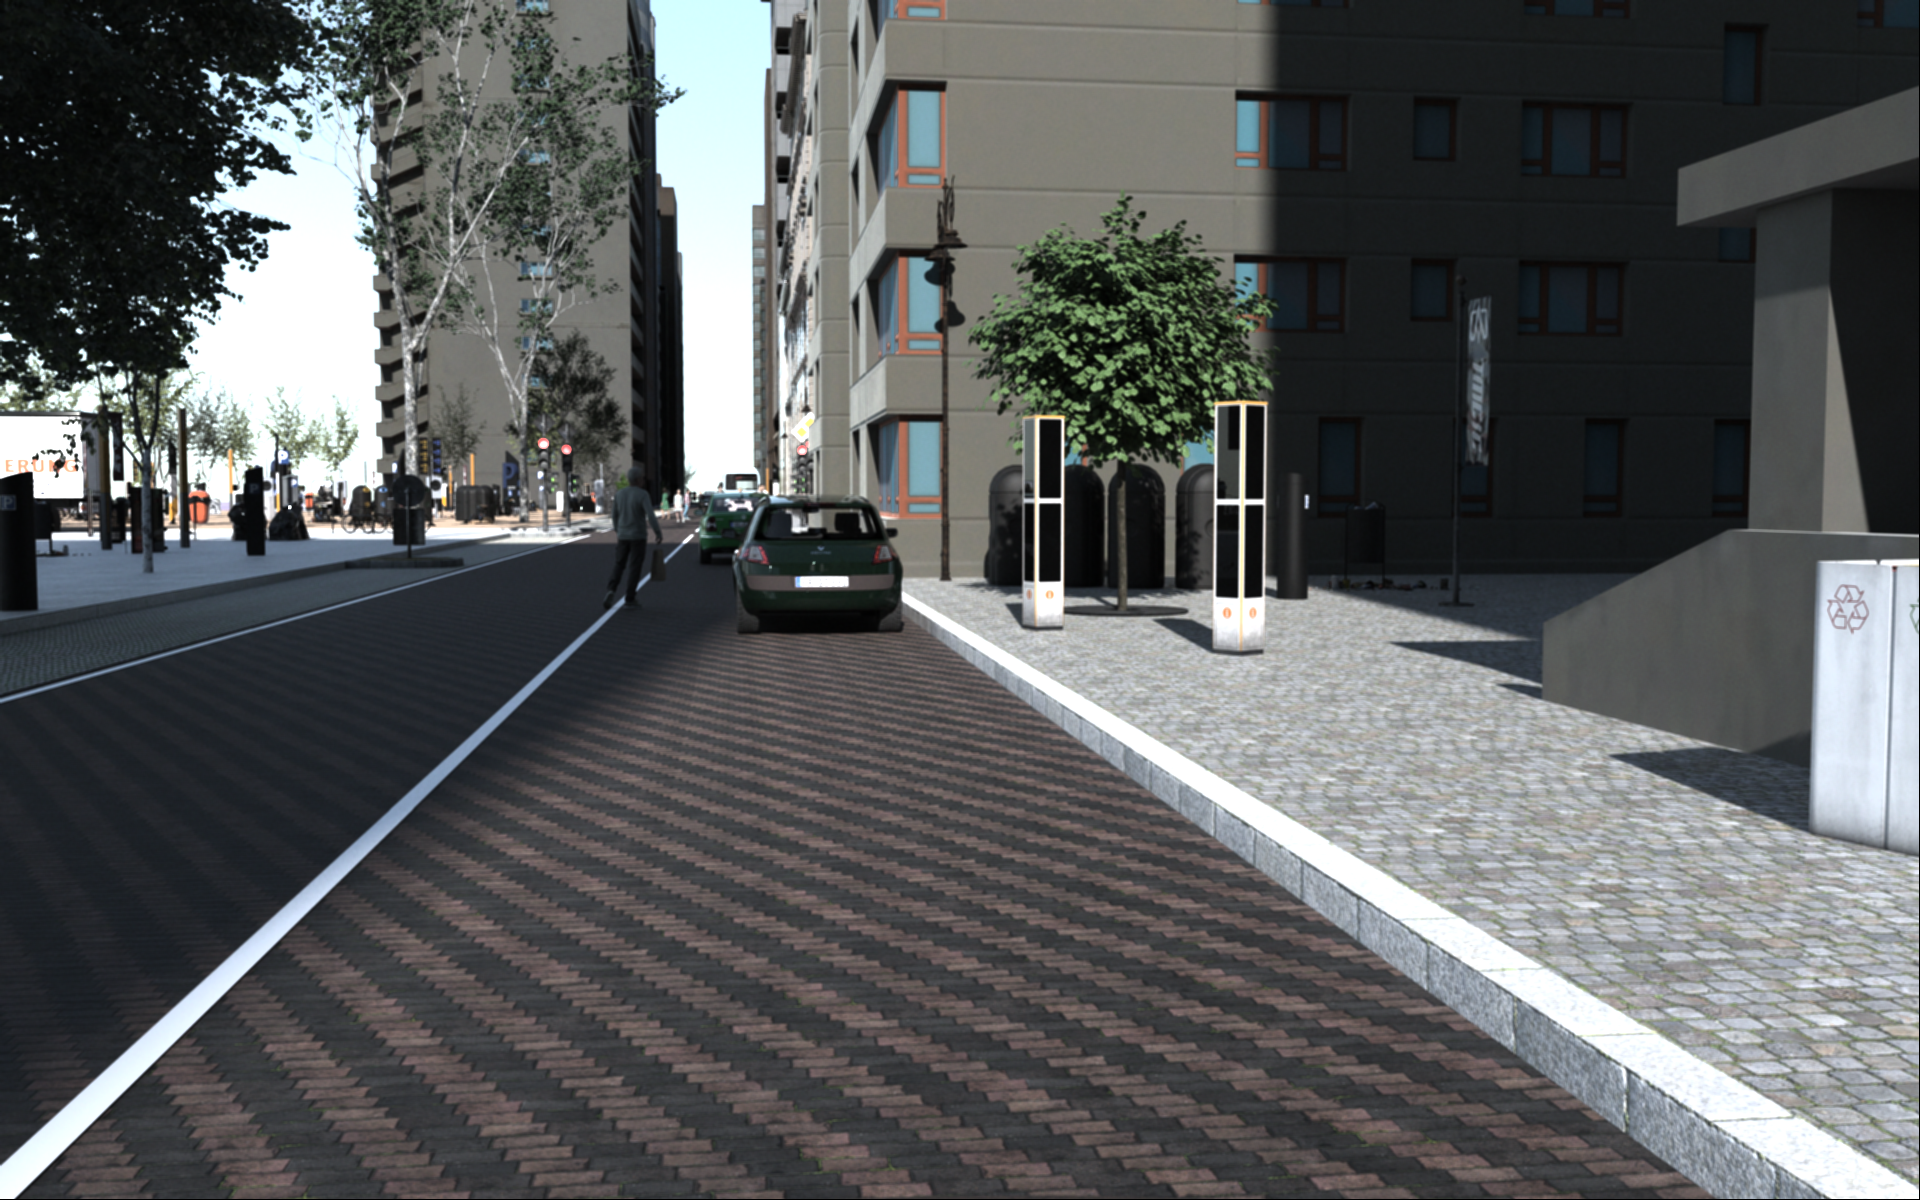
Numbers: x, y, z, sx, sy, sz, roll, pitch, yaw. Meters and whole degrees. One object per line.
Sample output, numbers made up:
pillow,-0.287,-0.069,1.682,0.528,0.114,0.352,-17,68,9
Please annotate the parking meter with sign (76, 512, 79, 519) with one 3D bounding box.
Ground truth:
parking meter with sign,-45.324,-5.688,89.256,0.543,3.016,1.738,-2,4,-24

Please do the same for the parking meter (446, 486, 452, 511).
parking meter,-39.129,-7.758,132.549,0.255,1.863,0.399,1,4,21

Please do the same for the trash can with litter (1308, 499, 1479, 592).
trash can with litter,5.863,-0.752,23.357,2.233,1.210,1.678,1,4,13

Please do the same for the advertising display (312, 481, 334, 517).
advertising display,-30.298,-4.720,82.384,0.974,1.923,0.123,0,4,-2

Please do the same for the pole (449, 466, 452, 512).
pole,-36.770,-8.024,125.036,0.158,3.312,0.155,0,3,0

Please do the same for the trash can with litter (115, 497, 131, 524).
trash can with litter,-36.337,-3.919,75.467,1.055,1.170,0.624,3,5,41

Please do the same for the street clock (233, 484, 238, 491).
street clock,-54.319,-7.662,129.845,0.471,2.002,0.358,0,4,-4

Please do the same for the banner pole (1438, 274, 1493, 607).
banner pole,5.757,-1.807,19.568,0.401,3.779,0.863,-1,4,-14

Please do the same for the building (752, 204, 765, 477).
building,-22.514,-34.464,247.082,14.154,41.232,14.086,0,4,-7

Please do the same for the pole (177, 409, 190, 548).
pole,-18.596,-2.913,41.469,0.158,3.312,0.155,0,3,0

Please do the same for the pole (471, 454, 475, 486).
pole,-24.769,-5.764,88.080,0.158,3.312,0.155,0,3,0

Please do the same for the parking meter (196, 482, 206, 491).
parking meter,-38.107,-4.972,87.005,0.399,1.863,0.255,1,4,13

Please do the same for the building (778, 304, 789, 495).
building,-8.635,-17.116,134.602,10.420,20.320,16.860,0,4,-7

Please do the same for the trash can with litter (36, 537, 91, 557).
trash can with litter,-19.362,-1.510,35.749,2.233,1.210,1.678,0,4,0

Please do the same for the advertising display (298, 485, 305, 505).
advertising display,-48.945,-7.517,128.120,0.974,1.923,0.123,-2,4,-25

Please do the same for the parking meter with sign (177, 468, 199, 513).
parking meter with sign,-52.409,-7.395,117.176,1.738,3.016,0.543,-2,4,-30

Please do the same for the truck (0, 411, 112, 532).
truck,-35.309,-4.298,59.183,11.283,4.237,2.839,0,4,-5

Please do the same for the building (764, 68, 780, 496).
building,-13.221,-32.424,180.246,14.600,45.320,14.200,0,4,-7

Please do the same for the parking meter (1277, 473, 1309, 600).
parking meter,4.072,-0.781,21.185,0.372,1.533,0.369,0,3,0

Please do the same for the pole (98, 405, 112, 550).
pole,-19.718,-2.819,39.933,0.158,3.312,0.155,0,3,0

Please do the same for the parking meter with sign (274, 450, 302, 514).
parking meter with sign,-26.549,-4.426,68.622,0.543,3.016,1.738,-3,5,-41

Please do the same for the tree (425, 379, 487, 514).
tree,-32.451,-9.837,111.190,4.360,8.622,3.978,0,3,0

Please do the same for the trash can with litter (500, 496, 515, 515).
trash can with litter,-27.397,-5.684,104.313,0.624,1.170,1.055,3,4,37

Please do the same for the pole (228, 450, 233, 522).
pole,-33.392,-5.228,79.326,0.158,3.312,0.155,0,3,0

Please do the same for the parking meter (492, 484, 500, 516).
parking meter,-27.564,-5.951,103.002,0.399,1.863,0.255,1,4,16

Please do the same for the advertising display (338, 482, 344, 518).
advertising display,-33.343,-5.388,93.313,0.123,1.923,0.974,-1,4,-11

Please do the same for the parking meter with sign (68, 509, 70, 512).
parking meter with sign,-58.706,-7.292,115.493,0.543,3.016,1.738,1,4,15

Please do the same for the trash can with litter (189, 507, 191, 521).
trash can with litter,-36.640,-4.362,82.702,1.055,1.170,0.624,-1,4,-11

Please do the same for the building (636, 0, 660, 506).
building,-44.344,-39.601,189.480,21.231,58.520,28.212,0,4,-7

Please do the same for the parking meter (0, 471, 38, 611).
parking meter,-10.417,-0.655,19.127,0.372,1.533,0.369,0,3,0

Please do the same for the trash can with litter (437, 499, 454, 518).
trash can with litter,-27.784,-5.039,93.439,1.678,1.210,2.233,1,4,23

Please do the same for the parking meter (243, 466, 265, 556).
parking meter,-14.769,-1.866,36.225,0.399,1.863,0.255,-1,4,-22

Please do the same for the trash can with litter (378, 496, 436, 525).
trash can with litter,-23.308,-3.747,72.324,2.233,1.210,1.678,-2,4,-32

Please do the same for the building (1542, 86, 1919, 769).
building,20.486,-19.136,4.748,32.217,40.220,23.993,0,4,-7

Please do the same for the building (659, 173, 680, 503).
building,-46.943,-36.363,244.649,14.600,45.320,14.200,0,4,-7

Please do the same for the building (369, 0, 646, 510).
building,-38.898,-32.214,150.408,21.300,48.544,21.600,0,4,-7

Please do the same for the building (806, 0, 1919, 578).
building,10.739,-12.039,41.875,27.650,21.520,28.899,0,4,-7

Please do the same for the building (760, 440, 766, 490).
building,-12.118,-54.386,201.876,22.319,86.520,31.000,0,4,-7

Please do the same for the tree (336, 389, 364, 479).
tree,-43.527,-10.442,121.082,4.737,8.622,4.395,0,3,0

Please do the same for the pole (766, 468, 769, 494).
pole,-15.284,-8.783,137.444,0.158,3.312,0.155,0,3,0

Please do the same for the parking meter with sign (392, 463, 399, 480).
parking meter with sign,-31.235,-6.239,98.273,1.738,3.016,0.543,-3,5,-45

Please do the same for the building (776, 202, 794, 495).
building,-5.137,-16.674,114.415,13.314,21.916,24.055,0,4,-7

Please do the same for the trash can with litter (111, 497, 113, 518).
trash can with litter,-49.375,-5.386,99.125,1.678,1.210,2.233,0,4,2

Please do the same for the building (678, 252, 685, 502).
building,-52.463,-36.673,283.196,14.154,41.232,14.086,0,4,-7

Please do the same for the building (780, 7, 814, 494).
building,-2.734,-17.893,89.821,12.463,27.353,25.104,0,4,-7

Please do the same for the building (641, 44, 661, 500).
building,-37.437,-31.763,169.431,14.600,45.320,14.200,0,4,-7

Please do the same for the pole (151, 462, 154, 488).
pole,-51.412,-7.122,110.287,0.158,3.312,0.155,0,3,0

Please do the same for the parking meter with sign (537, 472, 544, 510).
parking meter with sign,-32.354,-8.415,133.851,0.543,3.016,1.738,-1,4,-14

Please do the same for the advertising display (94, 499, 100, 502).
advertising display,-63.110,-7.426,126.629,0.123,1.923,0.974,0,4,2

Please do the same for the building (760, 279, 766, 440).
building,-19.861,-28.249,233.565,14.160,30.474,14.107,0,4,-7

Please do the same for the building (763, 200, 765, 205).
building,-20.614,-39.838,270.966,23.786,49.044,30.456,0,4,-7

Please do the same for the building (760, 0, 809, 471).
building,-3.659,-34.924,160.240,28.713,52.752,27.495,0,4,-7

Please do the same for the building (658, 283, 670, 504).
building,-46.077,-28.024,229.890,14.160,30.474,14.107,0,4,-7
